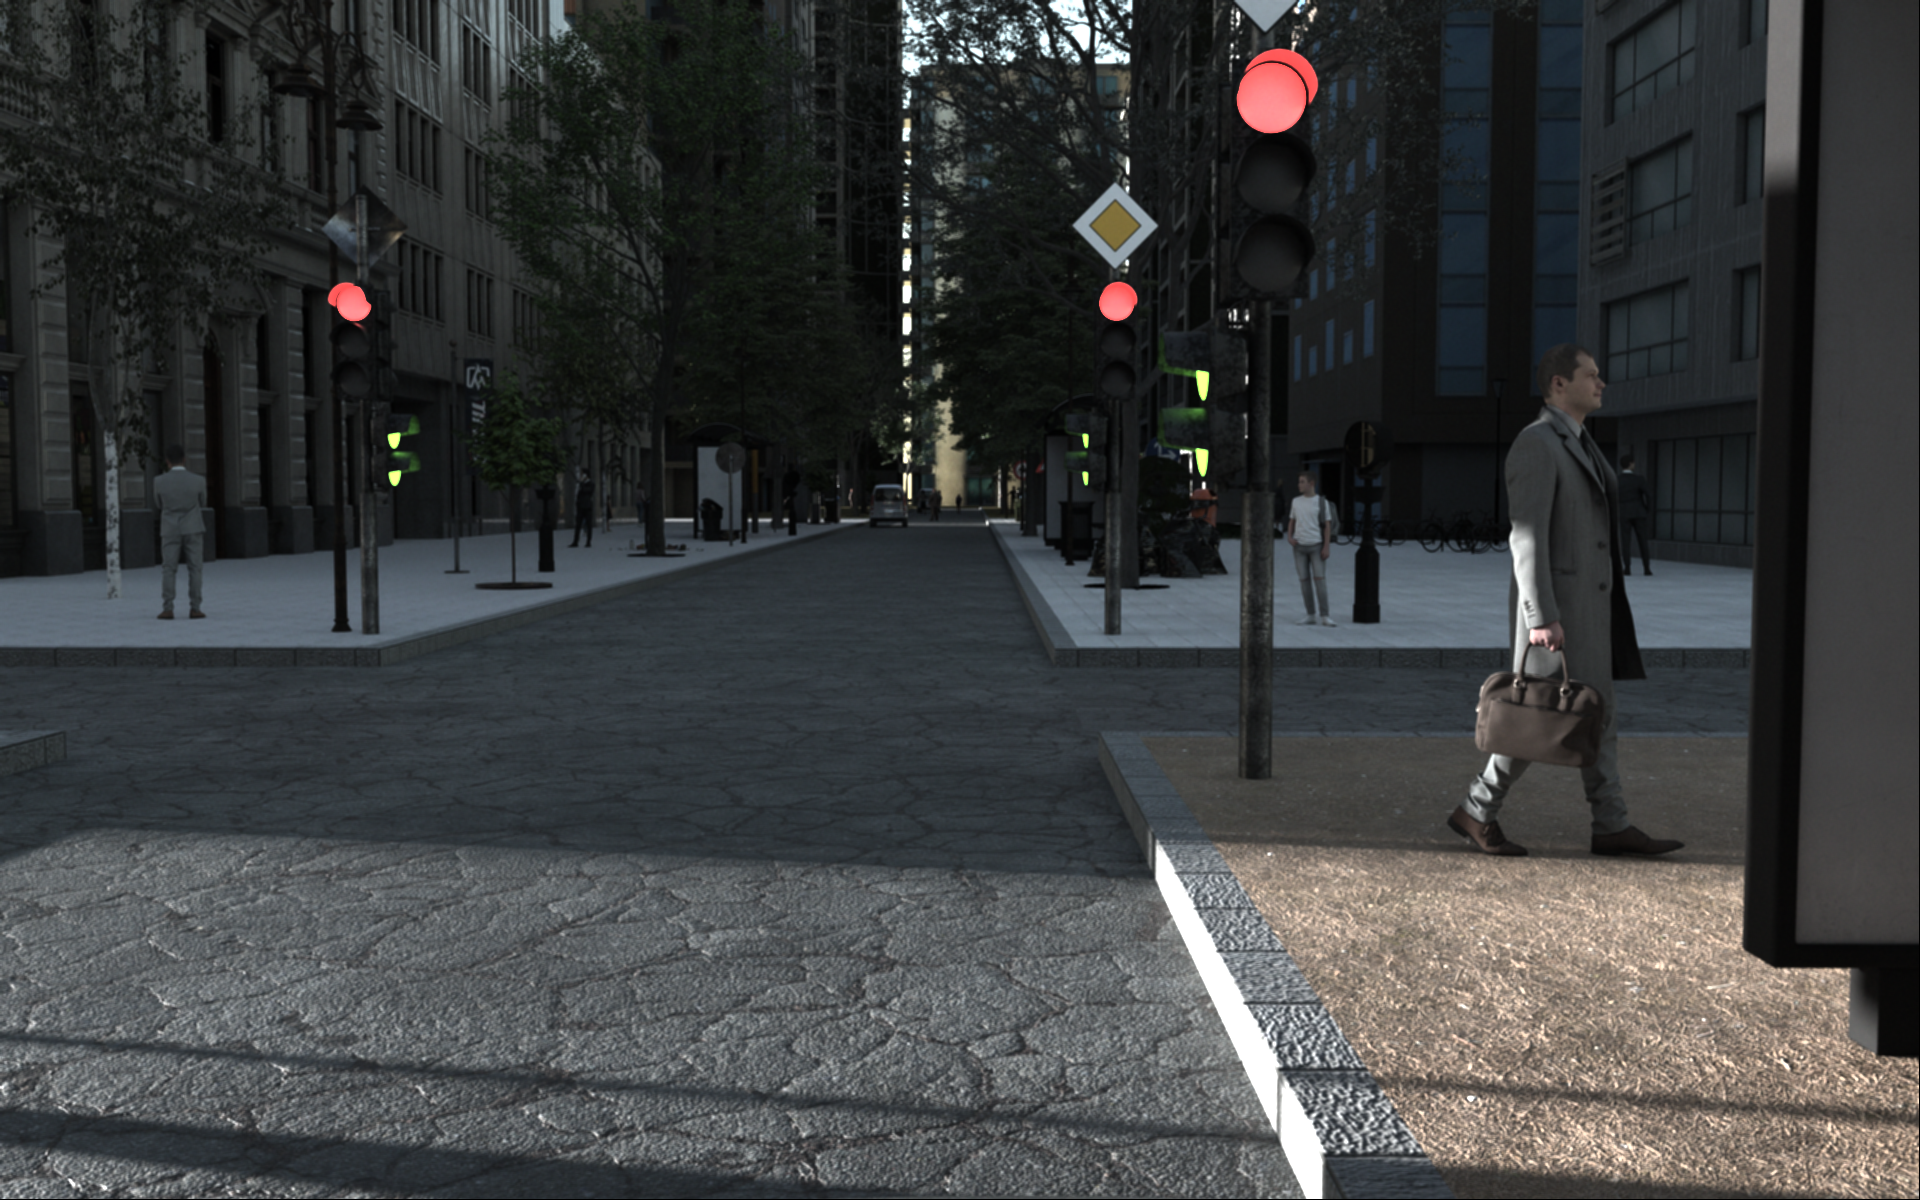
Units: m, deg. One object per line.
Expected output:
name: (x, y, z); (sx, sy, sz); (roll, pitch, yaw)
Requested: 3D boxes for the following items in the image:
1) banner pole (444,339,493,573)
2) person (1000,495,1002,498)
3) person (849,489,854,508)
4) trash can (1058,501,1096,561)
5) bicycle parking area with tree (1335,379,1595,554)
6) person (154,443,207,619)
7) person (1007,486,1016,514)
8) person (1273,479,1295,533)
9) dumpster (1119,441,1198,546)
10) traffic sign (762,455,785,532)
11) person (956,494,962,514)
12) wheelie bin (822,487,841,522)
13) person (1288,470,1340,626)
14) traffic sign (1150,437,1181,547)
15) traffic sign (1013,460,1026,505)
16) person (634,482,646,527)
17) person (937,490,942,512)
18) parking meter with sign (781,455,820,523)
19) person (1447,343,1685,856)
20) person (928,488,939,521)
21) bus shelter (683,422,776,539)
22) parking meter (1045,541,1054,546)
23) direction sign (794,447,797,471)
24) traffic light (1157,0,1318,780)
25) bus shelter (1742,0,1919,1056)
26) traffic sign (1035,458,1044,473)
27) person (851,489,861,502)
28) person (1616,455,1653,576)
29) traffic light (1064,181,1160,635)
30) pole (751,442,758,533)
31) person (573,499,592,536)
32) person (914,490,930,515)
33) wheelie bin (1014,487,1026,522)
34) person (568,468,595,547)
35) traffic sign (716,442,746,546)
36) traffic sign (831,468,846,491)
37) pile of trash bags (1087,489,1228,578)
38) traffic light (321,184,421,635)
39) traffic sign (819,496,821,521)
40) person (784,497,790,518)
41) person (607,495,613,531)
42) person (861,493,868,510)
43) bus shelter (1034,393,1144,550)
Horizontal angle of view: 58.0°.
banner pole: (-7.956, -2.330, 28.111); (0.863, 3.779, 0.401); (0, 4, -8)
person: (3.999, -9.333, 158.622); (0.705, 1.826, 1.348); (-2, 4, -24)
person: (-9.972, -9.319, 158.961); (0.434, 1.755, 0.990); (0, 4, 6)
trash can: (2.255, -1.336, 33.505); (0.748, 1.137, 0.748); (0, 3, 0)
bicycle parking area with tree: (13.494, -3.280, 40.626); (9.016, 4.147, 8.231); (0, 4, 8)
person: (-8.055, -0.714, 17.904); (0.511, 1.800, 0.466); (-3, 4, -36)
person: (3.522, -6.539, 112.976); (1.348, 1.822, 0.705); (-1, 4, -10)
person: (10.776, -3.162, 57.964); (0.699, 1.804, 1.509); (0, 4, 2)
dumpster: (3.601, -1.831, 32.432); (1.502, 2.255, 1.985); (0, 4, 0)
traffic sign: (-6.187, -3.537, 57.840); (0.884, 2.594, 0.081); (0, 4, 7)
person: (-0.090, -7.034, 126.730); (0.421, 1.427, 0.697); (0, 4, -5)
wheelie bin: (-5.786, -4.314, 78.447); (0.980, 1.594, 0.693); (1, 4, 23)
person: (3.470, -0.509, 16.958); (0.503, 1.515, 0.523); (0, 4, 3)
traffic sign: (4.406, -2.296, 37.652); (0.768, 2.556, 0.104); (1, 4, 10)
traffic sign: (2.347, -3.923, 64.245); (0.768, 2.556, 0.104); (1, 4, 9)
person: (-12.481, -3.728, 67.592); (0.593, 1.750, 0.643); (2, 4, 29)
person: (-1.586, -8.093, 141.608); (0.721, 1.735, 1.217); (0, 4, 6)
parking meter with sign: (-7.115, -4.933, 76.908); (1.738, 3.016, 0.543); (-2, 4, -25)
person: (2.146, 0.003, 6.100); (0.767, 1.812, 0.694); (2, 4, 32)
person: (-1.438, -5.144, 93.159); (0.434, 1.755, 0.990); (3, 5, 40)
bus shelter: (-6.811, -3.535, 51.725); (2.014, 3.302, 5.546); (0, 4, 0)
parking meter: (2.280, -2.264, 42.734); (0.255, 1.863, 0.399); (2, 4, 25)
direction sign: (-7.941, -5.605, 83.637); (0.379, 3.537, 0.876); (0, 4, 4)
traffic light: (1.319, -1.151, 7.737); (0.839, 4.253, 0.868); (0, 4, 0)
bus shelter: (2.602, -0.458, 1.410); (2.014, 3.302, 5.546); (0, 4, 0)
traffic sign: (2.312, -2.632, 43.041); (0.884, 2.594, 0.081); (0, 4, 2)
person: (-8.284, -8.107, 139.305); (1.217, 1.735, 0.721); (2, 4, 28)
person: (10.620, -1.344, 27.379); (0.648, 1.900, 0.474); (1, 4, 23)
traffic light: (1.378, -1.639, 15.722); (0.839, 4.253, 0.868); (0, 4, 0)
pole: (-6.729, -3.850, 56.785); (0.158, 3.312, 0.155); (0, 3, 0)
person: (-11.470, -2.814, 52.717); (0.598, 1.740, 0.731); (-2, 4, -24)
person: (-2.534, -6.739, 119.473); (1.217, 1.735, 0.721); (0, 4, 1)
wheelie bin: (2.929, -4.434, 80.402); (0.980, 1.594, 0.693); (3, 5, 42)
person: (-9.109, -2.227, 41.816); (0.648, 1.900, 0.474); (2, 4, 30)
traffic sign: (-5.635, -2.596, 42.551); (0.768, 2.556, 0.104); (0, 4, 7)
traffic sign: (-6.027, -5.253, 85.998); (0.768, 2.556, 0.104); (0, 4, 3)
pile of trash bags: (3.450, -1.115, 27.989); (1.912, 1.369, 3.447); (2, 4, 27)
traffic light: (-5.384, -1.641, 15.755); (0.839, 4.253, 0.868); (0, 4, 0)
traffic sign: (-6.542, -4.816, 80.868); (0.606, 2.300, 0.079); (1, 4, 8)
person: (-8.703, -4.994, 87.913); (1.509, 1.804, 0.699); (1, 4, 11)
person: (-12.081, -2.979, 59.425); (0.362, 1.253, 0.373); (3, 5, 44)
person: (-7.543, -7.936, 137.266); (0.593, 1.643, 0.415); (-1, 4, -13)
bus shelter: (2.691, -2.659, 37.396); (2.014, 3.302, 5.546); (0, 4, 1)
